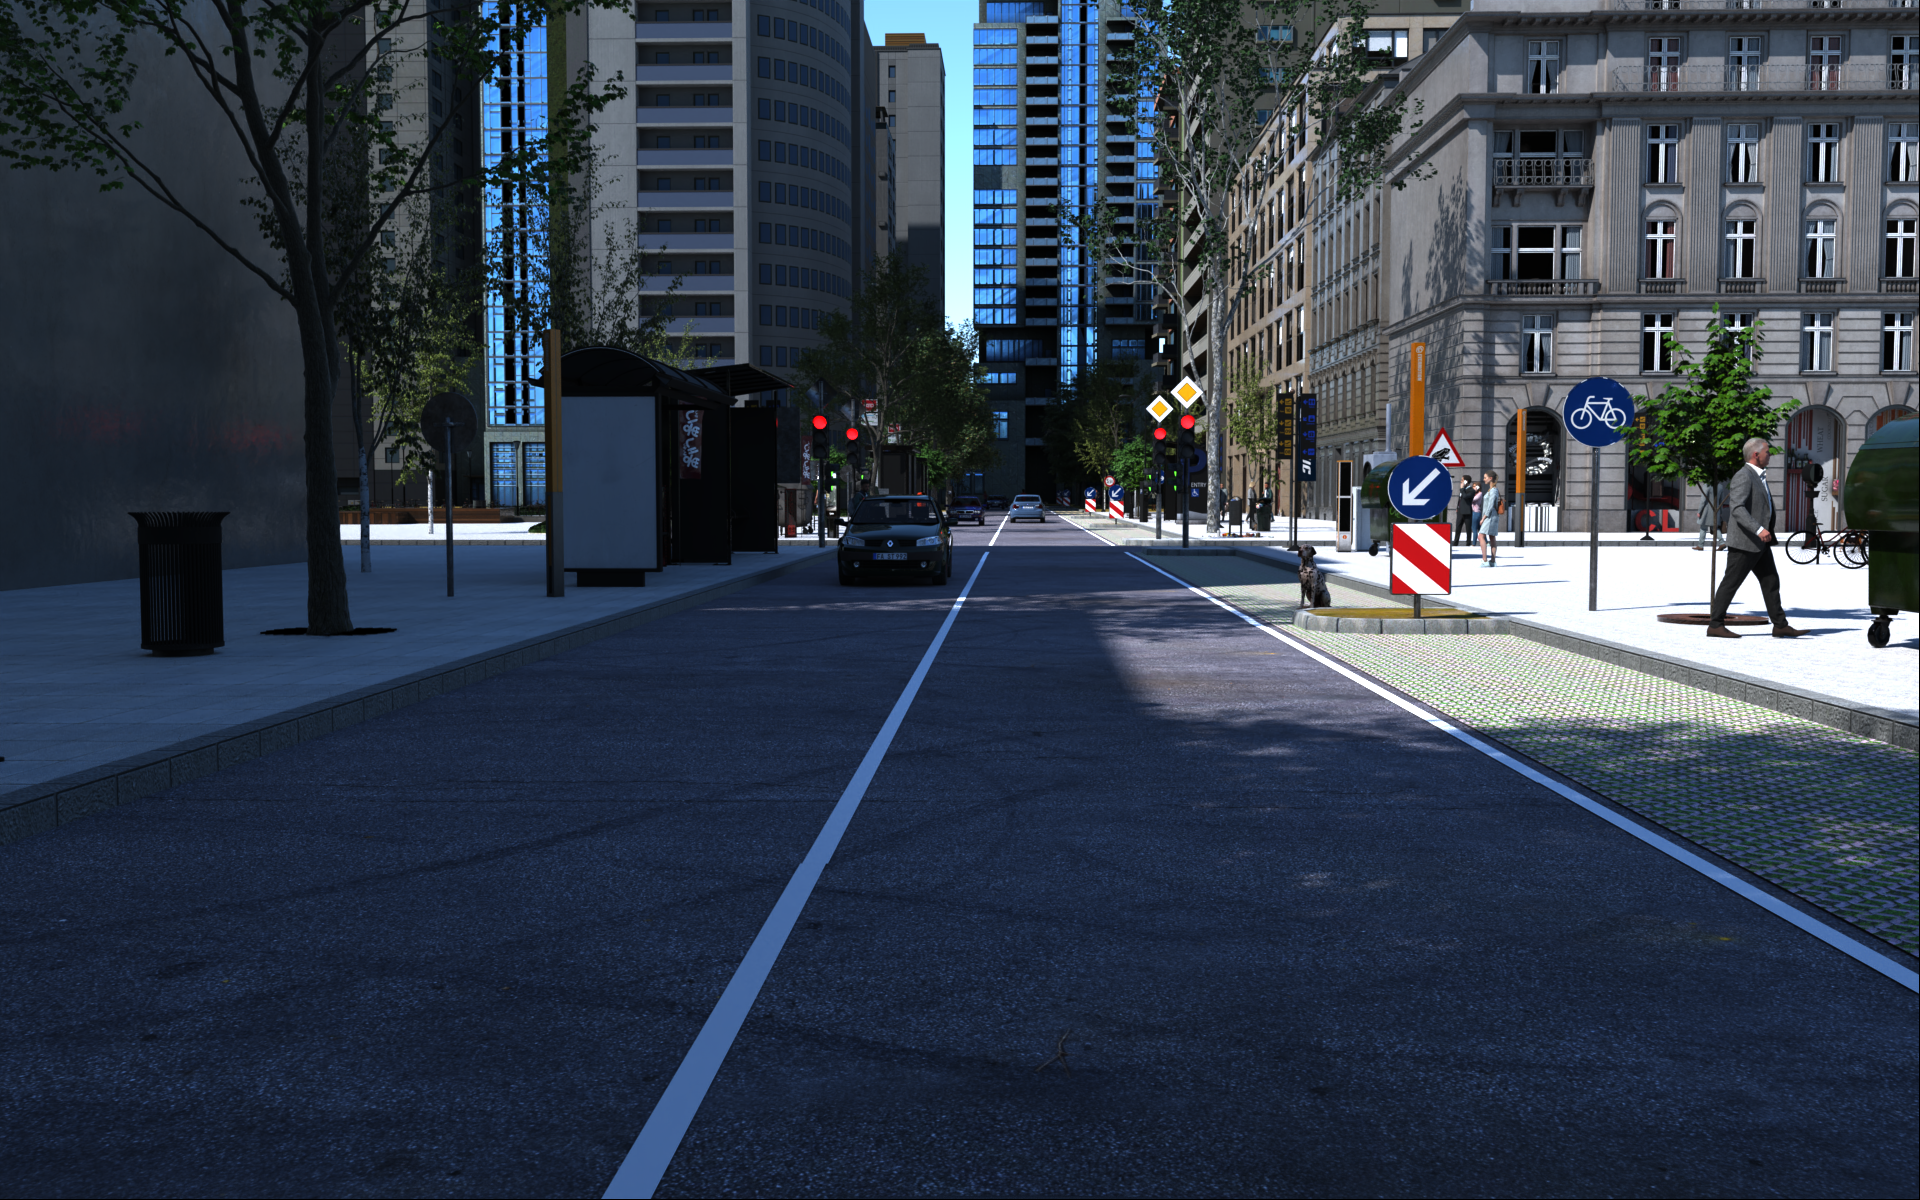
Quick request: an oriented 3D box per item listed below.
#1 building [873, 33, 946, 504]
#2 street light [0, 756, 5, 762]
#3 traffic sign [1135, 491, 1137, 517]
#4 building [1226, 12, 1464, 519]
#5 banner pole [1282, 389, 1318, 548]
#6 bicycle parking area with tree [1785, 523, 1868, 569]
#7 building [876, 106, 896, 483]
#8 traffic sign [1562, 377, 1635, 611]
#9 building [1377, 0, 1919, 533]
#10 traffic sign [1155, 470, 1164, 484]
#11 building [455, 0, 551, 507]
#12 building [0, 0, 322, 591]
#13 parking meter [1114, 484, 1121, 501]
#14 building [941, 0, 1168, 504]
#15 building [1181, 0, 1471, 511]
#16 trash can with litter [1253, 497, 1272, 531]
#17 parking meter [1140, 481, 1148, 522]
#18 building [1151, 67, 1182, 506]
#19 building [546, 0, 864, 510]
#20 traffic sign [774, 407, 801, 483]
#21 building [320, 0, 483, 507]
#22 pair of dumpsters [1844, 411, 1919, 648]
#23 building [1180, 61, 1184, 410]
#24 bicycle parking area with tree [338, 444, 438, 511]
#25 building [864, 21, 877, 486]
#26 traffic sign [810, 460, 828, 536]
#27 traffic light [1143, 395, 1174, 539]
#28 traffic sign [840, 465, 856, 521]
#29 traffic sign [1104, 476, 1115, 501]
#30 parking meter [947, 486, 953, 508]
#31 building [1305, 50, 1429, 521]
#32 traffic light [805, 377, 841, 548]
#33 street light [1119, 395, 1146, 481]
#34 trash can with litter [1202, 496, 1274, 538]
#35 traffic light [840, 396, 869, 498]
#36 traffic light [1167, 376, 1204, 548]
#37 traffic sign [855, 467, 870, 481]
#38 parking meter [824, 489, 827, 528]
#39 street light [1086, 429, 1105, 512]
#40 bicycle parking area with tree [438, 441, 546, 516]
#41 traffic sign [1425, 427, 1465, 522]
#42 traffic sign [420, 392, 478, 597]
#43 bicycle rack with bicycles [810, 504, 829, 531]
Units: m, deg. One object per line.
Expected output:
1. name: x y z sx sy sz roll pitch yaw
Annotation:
1. building: -16.089 -41.817 225.699 28.212 58.520 21.231 0 4 2
2. street light: -4.228 -2.173 8.067 1.470 5.913 1.316 0 4 2
3. traffic sign: 10.011 -6.021 98.449 0.884 2.594 0.081 1 4 12
4. building: 28.146 -18.473 106.551 19.350 26.468 34.151 0 4 2
5. banner pole: 8.114 -3.134 41.261 0.863 3.779 0.401 2 4 35
6. bicycle parking area with tree: 19.006 -2.514 28.111 9.016 4.147 8.231 1 4 10
7. building: -14.049 -30.676 185.140 14.086 41.232 14.154 0 4 2
8. traffic sign: 6.952 -1.153 18.950 0.768 2.556 0.104 0 4 5
9. building: 28.363 -13.487 62.316 24.055 21.916 13.314 0 4 2
10. traffic sign: 10.382 -5.523 90.407 0.768 2.556 0.104 0 4 3
11. building: -36.844 -53.132 181.374 31.000 86.520 22.319 0 4 2
12. building: -29.588 -13.416 23.870 34.151 26.468 19.350 0 4 2
13. parking meter: 9.234 -5.859 101.500 0.255 1.863 0.399 -2 4 -29
14. building: 13.542 -55.804 225.060 31.000 86.520 22.319 0 4 2
15. building: 29.195 -31.349 136.265 21.300 48.544 21.600 0 4 2
16. trash can with litter: 10.343 -2.949 59.605 0.624 1.170 1.055 -1 4 -8
17. parking meter: 8.342 -4.457 78.589 0.255 1.863 0.399 -1 4 -21
18. building: 31.135 -31.934 176.741 22.147 44.769 28.867 0 4 2
19. building: -19.367 -36.499 138.753 21.231 58.520 28.212 0 4 2
20. traffic sign: -4.866 -2.868 40.770 2.265 3.308 0.079 1 4 8
21. building: -62.817 -45.574 183.380 20.611 71.187 20.563 0 4 2
22. pair of dumpsters: 8.128 -0.604 12.363 1.574 2.255 4.437 0 4 2
23. building: 26.587 -28.809 154.626 14.154 41.232 14.086 0 4 2
24. bicycle parking area with tree: -32.489 -6.471 92.796 8.231 4.147 9.016 1 4 12
25. building: -15.229 -31.205 160.318 14.600 45.320 14.200 0 4 2
26. traffic sign: -4.288 -3.086 52.590 0.606 2.300 0.079 0 4 4
27. traffic light: 5.633 -3.685 49.167 0.839 4.253 0.868 0 4 2
28. traffic sign: -4.860 -4.606 75.409 0.768 2.556 0.104 0 4 2
29. traffic sign: 10.377 -7.342 120.151 0.768 2.556 0.104 1 4 9
30. parking meter: -0.685 -7.061 121.162 0.399 1.863 0.255 1 4 17
31. building: 22.375 -14.150 80.495 9.793 20.994 18.267 0 4 2
32. traffic light: -3.297 -3.214 41.467 0.839 4.253 0.868 0 4 2
33. street light: 8.145 -6.642 81.144 1.470 5.913 1.316 0 4 2
34. trash can with litter: 8.381 -2.476 51.544 1.678 1.210 2.233 -2 4 -32
35. traffic light: -3.024 -3.702 49.447 0.839 4.253 0.868 0 4 2
36. traffic light: 5.359 -3.197 41.187 0.839 4.253 0.868 0 4 2
37. traffic sign: -4.609 -4.979 81.514 0.768 2.556 0.104 0 4 4
38. parking meter: -5.018 -3.498 65.600 0.372 1.533 0.369 0 3 0
39. street light: 9.693 -9.240 123.622 1.470 5.913 1.316 0 4 2
40. bicycle parking area with tree: -21.376 -6.445 92.383 8.231 4.147 9.016 3 4 37
41. traffic sign: 9.395 -2.068 33.811 0.884 2.594 0.081 0 4 5
42. traffic sign: -6.385 -1.317 21.631 0.768 2.556 0.104 1 4 10
43. bicycle rack with bicycles: -4.366 -2.949 61.594 2.852 0.926 2.925 0 4 2
